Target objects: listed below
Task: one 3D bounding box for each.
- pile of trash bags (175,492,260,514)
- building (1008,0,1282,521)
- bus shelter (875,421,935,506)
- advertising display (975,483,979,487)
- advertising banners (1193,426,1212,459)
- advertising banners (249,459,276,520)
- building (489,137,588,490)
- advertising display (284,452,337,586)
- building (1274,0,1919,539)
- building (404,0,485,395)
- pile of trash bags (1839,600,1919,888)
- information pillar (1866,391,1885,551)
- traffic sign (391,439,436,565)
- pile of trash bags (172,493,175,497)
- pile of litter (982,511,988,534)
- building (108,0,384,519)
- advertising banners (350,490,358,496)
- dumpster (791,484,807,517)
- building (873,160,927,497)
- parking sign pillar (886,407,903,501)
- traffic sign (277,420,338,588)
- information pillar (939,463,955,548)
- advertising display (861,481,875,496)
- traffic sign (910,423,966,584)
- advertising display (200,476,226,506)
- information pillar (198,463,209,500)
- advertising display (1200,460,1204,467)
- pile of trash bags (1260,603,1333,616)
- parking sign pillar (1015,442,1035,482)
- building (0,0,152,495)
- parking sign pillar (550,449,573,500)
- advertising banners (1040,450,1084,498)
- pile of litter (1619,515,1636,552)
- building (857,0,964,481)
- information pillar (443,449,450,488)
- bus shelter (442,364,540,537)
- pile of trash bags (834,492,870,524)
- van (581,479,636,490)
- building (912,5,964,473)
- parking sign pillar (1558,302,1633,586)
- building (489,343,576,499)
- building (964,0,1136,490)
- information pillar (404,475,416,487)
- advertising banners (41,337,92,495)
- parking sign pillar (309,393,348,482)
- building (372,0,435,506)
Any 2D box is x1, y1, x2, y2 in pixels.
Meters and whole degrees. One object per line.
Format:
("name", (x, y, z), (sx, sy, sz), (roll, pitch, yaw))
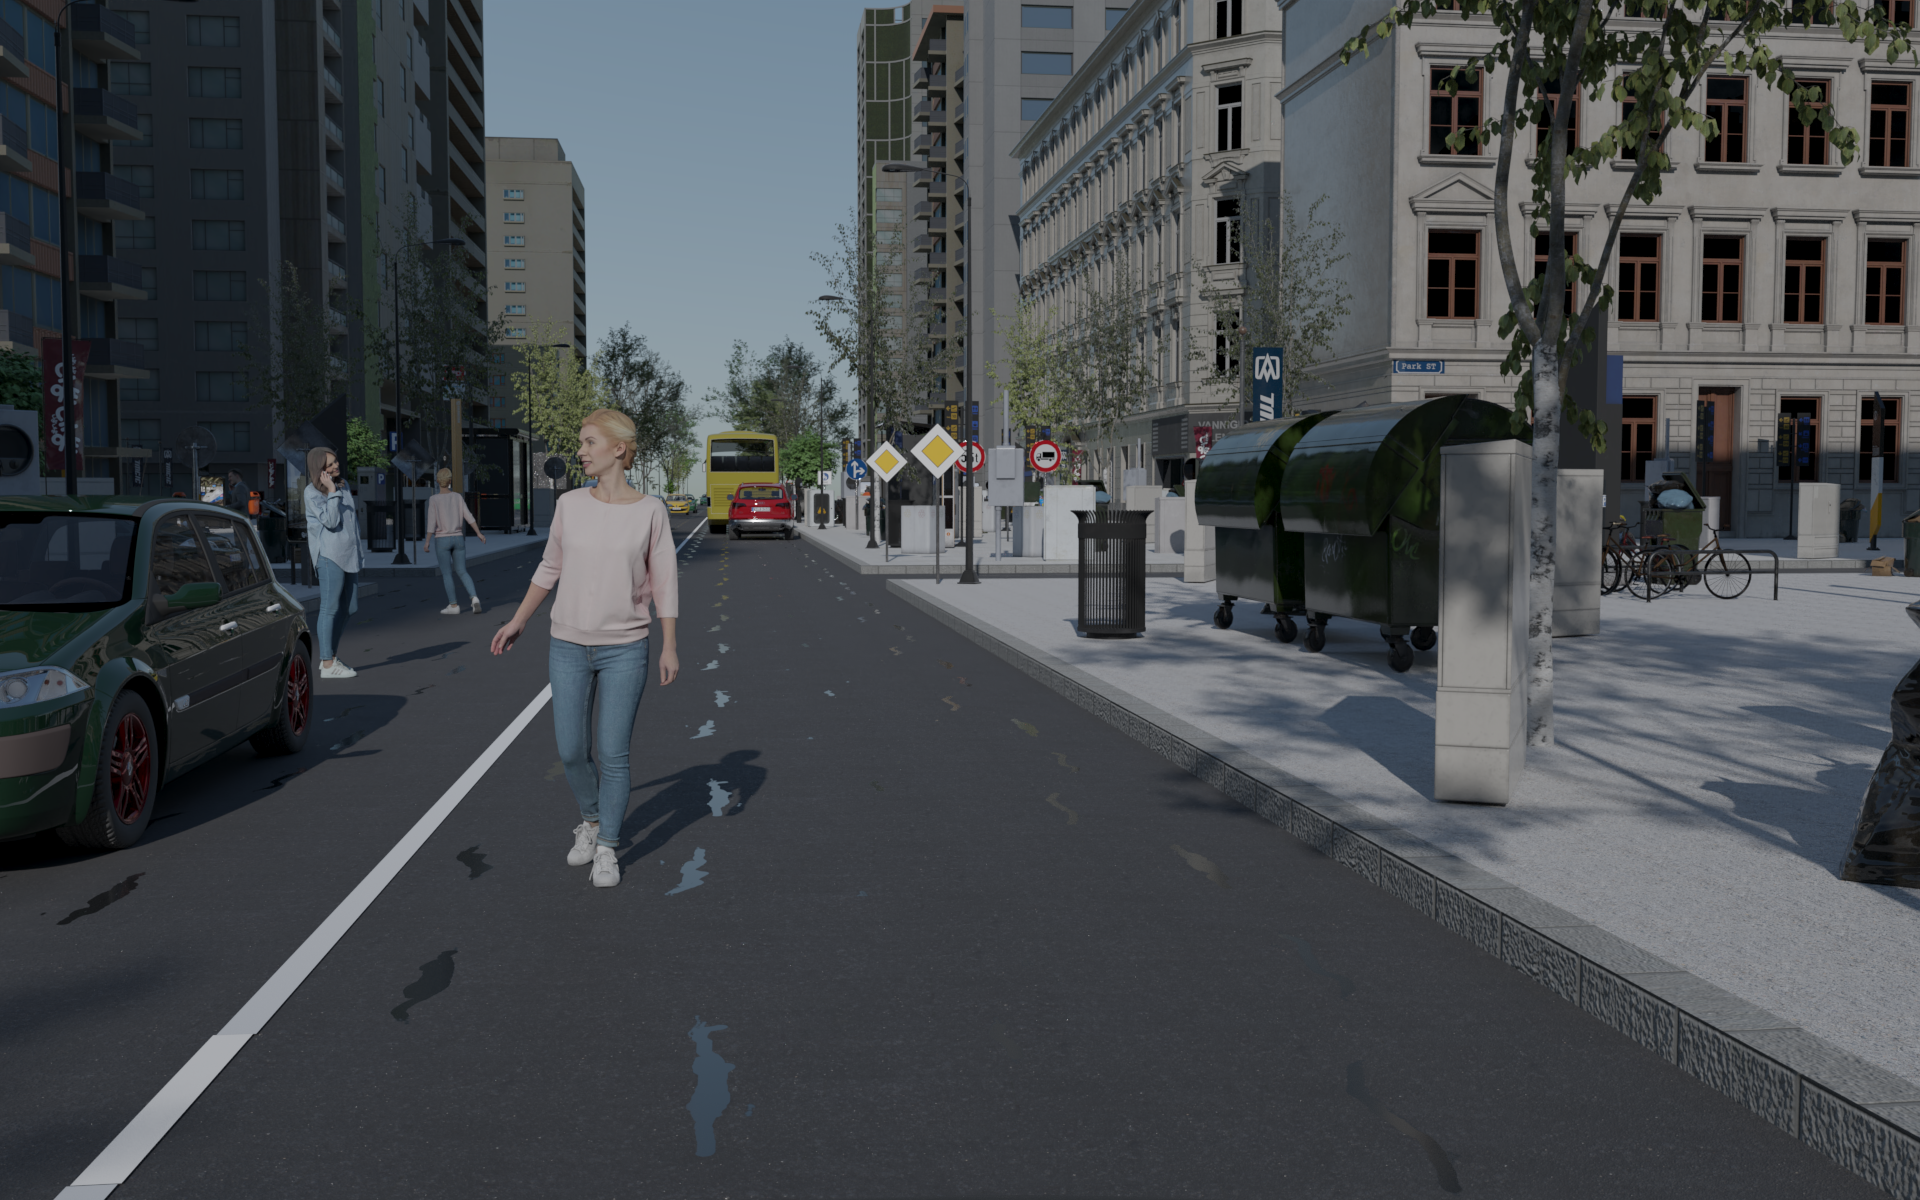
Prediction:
("pile of trash bags", (-29.423, -3.664, 69.665), (1.912, 1.369, 3.447), (1, 4, 17))
("building", (14.382, -19.063, 88.097), (17.030, 29.872, 44.131), (0, 4, -8))
("bus shelter", (-1.853, -4.055, 57.576), (1.731, 3.624, 6.357), (0, 4, -8))
("advertising display", (0.599, -5.593, 96.659), (0.974, 1.923, 0.123), (0, 4, 2))
("advertising banners", (6.911, -2.937, 44.213), (2.074, 3.025, 0.090), (2, 4, 30))
("advertising banners", (-34.746, -5.488, 85.910), (2.074, 3.025, 0.090), (1, 4, 17))
("building", (-63.047, -37.573, 238.012), (21.300, 48.544, 21.600), (0, 4, -8))
("advertising display", (-9.082, -1.164, 24.253), (0.974, 1.923, 0.123), (2, 4, 32))
("building", (21.069, -13.325, 54.018), (21.152, 22.565, 11.583), (0, 4, -8))
("building", (-50.558, -31.557, 139.664), (21.300, 48.544, 21.600), (0, 4, -8))
("pile of trash bags", (4.397, 0.290, 5.006), (1.912, 1.369, 3.447), (-2, 4, -29))
("information pillar", (20.784, -2.929, 39.251), (0.183, 3.616, 0.504), (1, 4, 10))
("traffic sign", (-9.899, -1.698, 31.411), (0.795, 2.450, 0.064), (0, 4, -8))
("pile of trash bags", (-34.192, -4.236, 79.007), (3.447, 1.369, 1.912), (0, 4, -2))
("pile of litter", (0.307, -2.613, 56.684), (1.176, 0.858, 1.719), (0, 4, -4))
("building", (-39.919, -25.050, 93.161), (14.154, 41.232, 14.086), (0, 4, -8))
("advertising banners", (-22.170, -4.093, 63.112), (2.074, 3.025, 0.090), (-2, 4, -29))
("dumpster", (-8.955, -5.442, 94.737), (1.264, 1.857, 1.865), (0, 4, -8))
("building", (-3.955, -32.533, 215.506), (14.154, 41.232, 14.086), (0, 4, -8))
("parking sign pillar", (-1.949, -3.829, 51.077), (1.447, 3.967, 1.447), (0, 3, 0))
("traffic sign", (-8.841, -1.214, 23.496), (0.795, 2.450, 0.064), (0, 4, -8))
("information pillar", (-0.320, -2.231, 40.971), (0.304, 2.012, 0.304), (-1, 4, -18))
("advertising display", (-4.612, -5.065, 88.031), (0.974, 1.923, 0.123), (1, 4, 13))
("traffic sign", (-0.320, -1.282, 24.610), (0.795, 2.450, 0.064), (0, 4, -8))
("advertising display", (-27.373, -3.563, 63.475), (0.974, 1.923, 0.123), (1, 4, 12))
("information pillar", (-35.627, -5.522, 81.645), (0.504, 3.616, 0.183), (-2, 4, -30))
("advertising display", (4.881, -1.710, 33.170), (0.123, 1.923, 0.974), (3, 4, 38))
("pile of trash bags", (4.706, -0.598, 19.535), (1.912, 1.369, 3.447), (2, 4, 28))
("parking sign pillar", (3.526, -6.202, 89.875), (1.447, 3.967, 1.447), (-1, 4, -17))
("building", (-41.077, -24.595, 56.748), (22.147, 44.769, 28.867), (0, 4, -8))
("parking sign pillar", (-23.821, -7.040, 103.576), (1.447, 3.967, 1.447), (-3, 5, -43))
("advertising banners", (3.930, -4.395, 68.052), (2.074, 3.025, 0.090), (-1, 4, -21))
("pile of litter", (14.410, -1.514, 38.724), (1.719, 0.858, 1.176), (-2, 4, -24))
("building", (-6.395, -50.019, 256.064), (20.563, 71.187, 20.611), (0, 4, -8))
("information pillar", (-25.517, -5.796, 86.112), (0.504, 3.616, 0.183), (3, 5, 45))
("bus shelter", (-15.222, -4.805, 56.193), (2.179, 5.291, 8.768), (0, 4, -8))
("pile of trash bags", (-4.584, -4.017, 75.425), (1.912, 1.369, 3.447), (1, 4, 20))
("van", (-9.219, -2.339, 45.259), (2.013, 2.044, 4.112), (0, 4, -8))
("building", (7.320, -30.734, 157.122), (22.147, 44.769, 28.867), (0, 4, -8))
("parking sign pillar", (8.869, -2.217, 24.718), (1.447, 3.967, 1.447), (-1, 4, -14))
("building", (-62.795, -22.532, 213.445), (27.650, 21.520, 28.899), (0, 4, -8))
("building", (10.803, -35.867, 128.427), (21.231, 58.520, 28.212), (0, 4, -8))
("information pillar", (-20.798, -3.728, 65.446), (0.304, 2.012, 0.304), (-3, 4, -38))
("advertising banners", (-10.582, -1.394, 18.984), (2.074, 3.025, 0.090), (-3, 5, -43))
("parking sign pillar", (-16.850, -3.509, 45.837), (1.447, 3.967, 1.447), (2, 4, 27))
("building", (-50.701, -32.144, 114.798), (28.713, 52.752, 27.495), (0, 4, -8))
